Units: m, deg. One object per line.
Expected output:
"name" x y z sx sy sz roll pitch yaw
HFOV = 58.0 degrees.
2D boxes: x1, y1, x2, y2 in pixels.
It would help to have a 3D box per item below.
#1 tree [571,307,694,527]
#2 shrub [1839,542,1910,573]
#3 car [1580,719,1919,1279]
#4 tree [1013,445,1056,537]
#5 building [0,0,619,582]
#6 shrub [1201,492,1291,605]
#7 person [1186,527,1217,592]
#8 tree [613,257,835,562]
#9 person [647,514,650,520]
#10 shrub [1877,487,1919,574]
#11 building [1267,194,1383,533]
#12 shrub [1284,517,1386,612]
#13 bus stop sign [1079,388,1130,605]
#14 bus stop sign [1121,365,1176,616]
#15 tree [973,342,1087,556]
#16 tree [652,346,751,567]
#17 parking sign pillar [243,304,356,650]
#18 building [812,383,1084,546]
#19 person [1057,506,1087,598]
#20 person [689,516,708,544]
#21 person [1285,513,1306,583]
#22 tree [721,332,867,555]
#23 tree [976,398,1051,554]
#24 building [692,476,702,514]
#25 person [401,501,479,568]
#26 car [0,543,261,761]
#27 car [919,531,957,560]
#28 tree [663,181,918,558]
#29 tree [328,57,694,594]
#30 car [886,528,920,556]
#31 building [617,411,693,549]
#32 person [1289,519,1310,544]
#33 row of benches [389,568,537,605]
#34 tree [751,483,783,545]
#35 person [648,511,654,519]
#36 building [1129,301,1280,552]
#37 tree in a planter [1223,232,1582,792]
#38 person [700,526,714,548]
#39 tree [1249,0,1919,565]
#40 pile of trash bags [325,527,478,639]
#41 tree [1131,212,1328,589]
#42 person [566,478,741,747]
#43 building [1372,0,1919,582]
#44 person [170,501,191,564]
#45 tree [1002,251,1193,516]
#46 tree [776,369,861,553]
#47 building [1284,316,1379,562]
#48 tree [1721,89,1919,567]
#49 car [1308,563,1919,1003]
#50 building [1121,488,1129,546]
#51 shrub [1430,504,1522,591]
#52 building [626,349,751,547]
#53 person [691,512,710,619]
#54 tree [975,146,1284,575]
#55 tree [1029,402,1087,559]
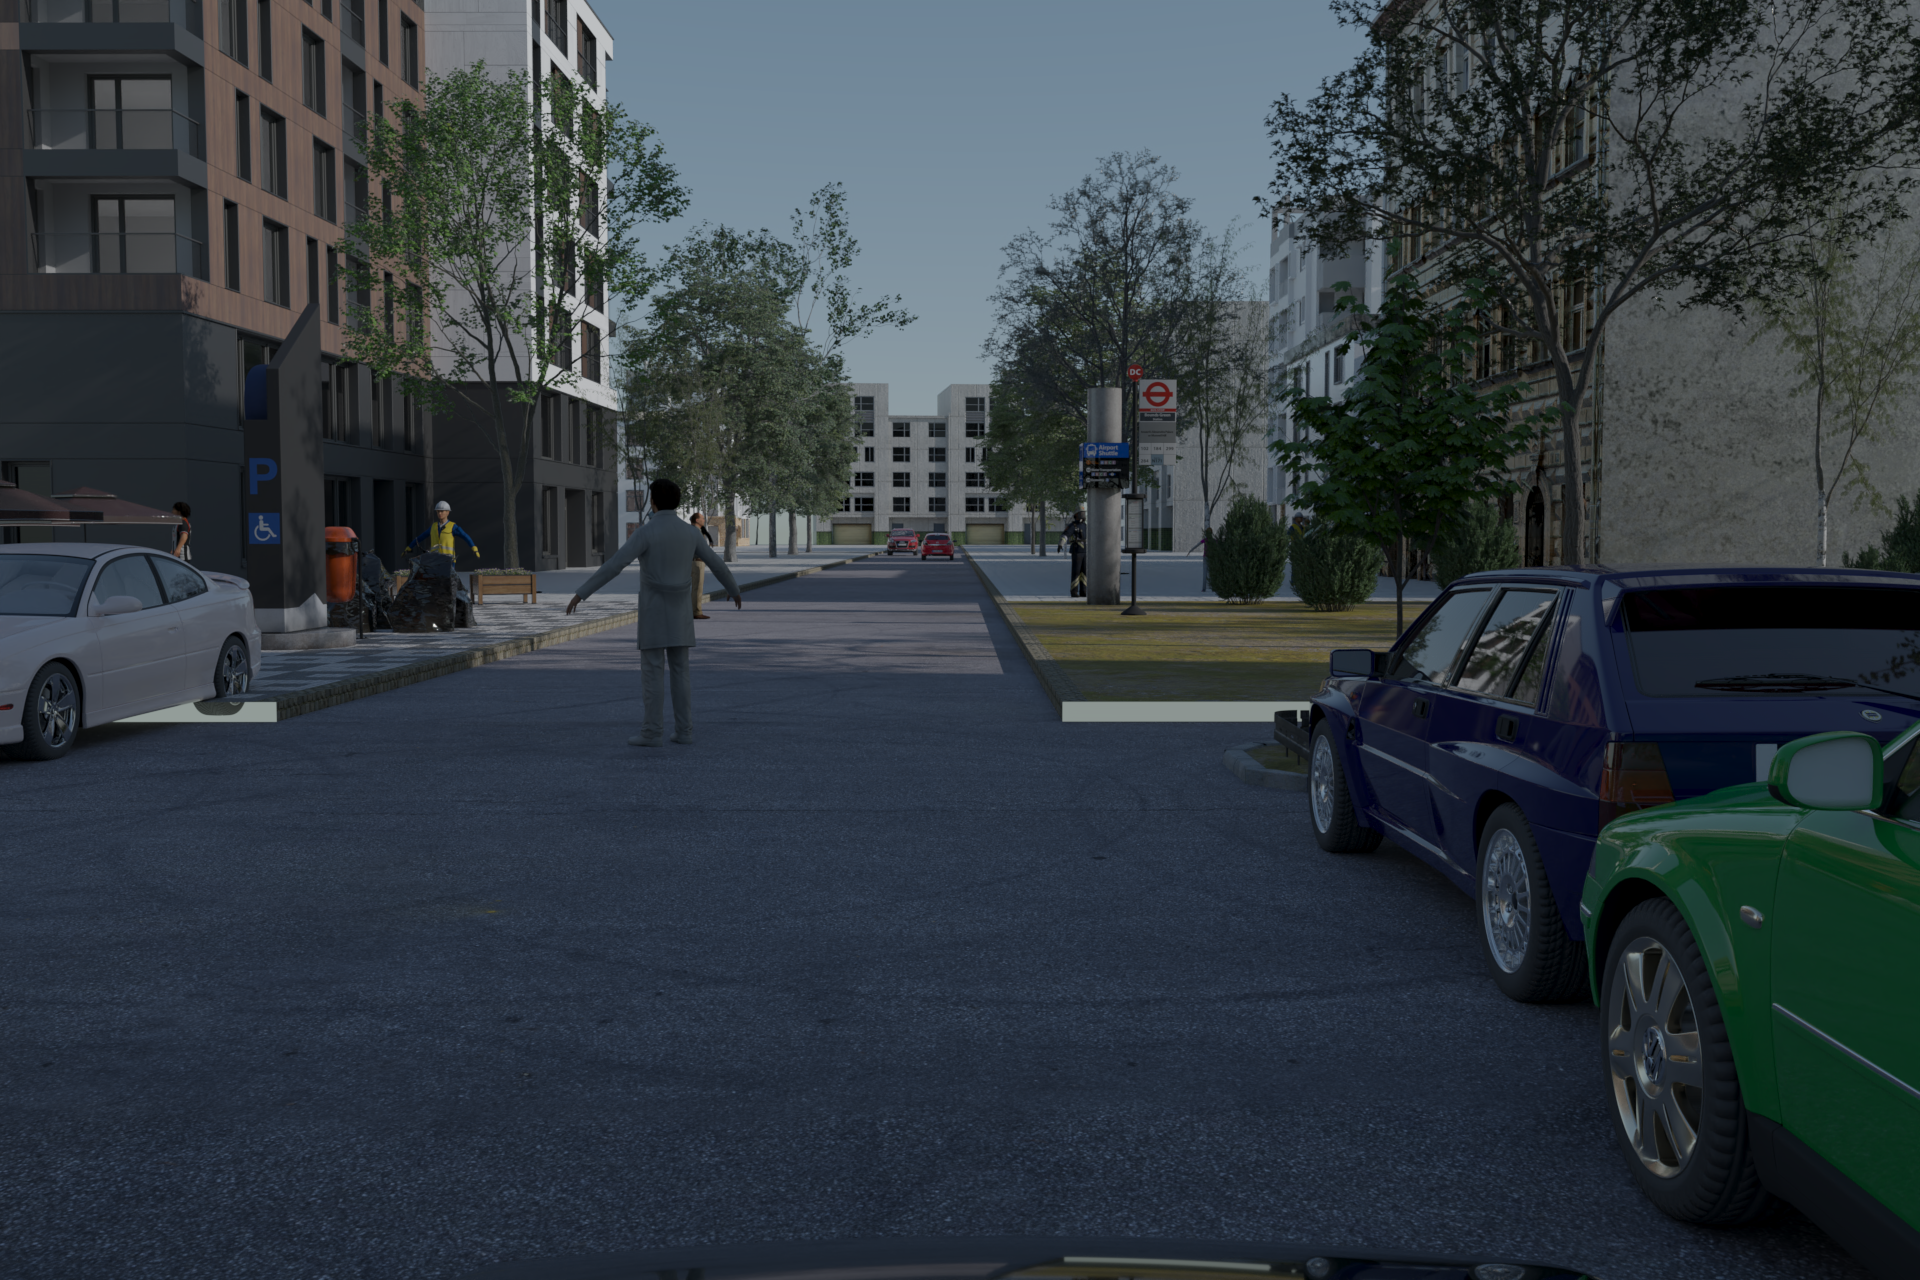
"tree" -10.325 -6.485 56.396 4.360 8.622 3.978 0 3 0
"shrub" 9.651 -0.441 18.327 1.383 1.207 1.383 0 3 0
"car" 2.323 0.401 2.245 1.959 1.807 4.718 0 3 0
"tree" 4.861 -10.178 116.774 4.737 8.622 4.395 0 3 0
"building" -28.267 -12.950 55.702 27.936 21.610 32.646 0 4 0
"shrub" 5.234 -1.683 31.551 1.661 2.075 1.752 0 3 0
"person" 5.520 -1.783 38.421 0.991 1.433 0.599 0 4 6
"tree" -10.631 -10.539 78.967 9.857 13.997 8.962 0 3 0
"person" -7.387 -2.193 41.787 1.347 1.837 0.705 3 5 40
"shrub" 13.811 -1.236 24.621 1.690 2.028 1.600 0 3 0
"building" 22.694 -14.765 97.835 16.016 20.090 11.380 0 4 0
"shrub" 6.226 -1.510 28.732 1.661 2.075 1.752 0 3 0
"bus stop sign" 2.615 -2.596 31.464 0.837 3.901 0.837 0 4 0
"bus stop sign" 2.975 -2.364 27.352 0.855 3.939 0.416 0 4 0
"tree" 4.379 -11.046 98.728 7.486 12.596 7.792 0 3 0
"tree" -9.823 -7.179 67.734 4.360 8.622 3.978 0 3 0
"parking sign pillar" -7.676 -1.910 19.703 1.447 3.967 1.447 0 4 0
"building" -1.947 -20.899 210.613 31.486 18.905 16.747 0 4 -6
"person" 2.436 -1.789 35.033 1.354 1.856 0.705 -3 4 -38
"person" -7.984 -2.821 51.980 0.705 1.847 1.347 1 4 23
"person" 8.478 -2.282 43.284 1.349 1.833 0.705 -3 4 -37
"tree" -10.390 -12.246 106.870 9.857 13.997 8.962 0 3 0
"tree" 4.387 -10.683 109.078 8.767 10.594 7.601 3 5 41
"building" -28.291 -13.353 160.476 9.099 9.664 28.070 0 4 0
"person" -7.757 -1.188 25.892 1.216 1.772 0.721 0 4 7
"car" -6.668 -0.005 12.441 2.083 1.381 4.827 0 4 -1
"car" -1.227 -5.303 95.745 2.155 1.783 4.494 0 3 0
"tree" -9.043 -14.494 92.865 12.611 20.169 13.585 0 3 0
"tree" -9.604 -6.817 37.206 9.928 11.665 9.643 0 3 0
"car" -3.842 -6.596 116.523 2.281 1.827 5.304 0 4 -1
"building" -24.860 -11.633 132.346 9.099 9.664 28.070 0 4 -1
"person" 10.278 -2.736 51.530 1.217 1.733 0.721 -1 4 -17
"row of benches" -9.528 -0.951 31.015 4.104 0.672 1.422 -2 4 -30
"tree" -23.827 -16.573 205.386 7.601 10.594 8.767 0 4 -4
"person" -6.793 -1.996 38.757 0.704 1.817 1.347 -1 4 -13
"building" 23.685 -16.734 140.051 16.747 18.905 31.486 0 4 0
"tree in a planter" 2.631 -0.801 10.316 1.991 3.239 1.994 0 3 0
"person" -7.150 -2.498 47.021 1.347 1.806 0.705 2 4 35
"tree" 7.007 -5.184 19.174 8.767 10.594 7.601 2 4 27
"pile of trash bags" -7.563 -0.783 22.555 1.912 1.369 3.447 0 4 0
"tree" 5.615 -5.506 40.387 4.360 8.622 3.978 0 3 0
"person" -2.022 -0.192 11.779 1.347 1.806 0.705 -3 5 -40
"building" 21.855 -12.947 42.607 19.493 23.208 18.063 0 4 0
"person" -13.053 -1.396 28.971 0.704 1.843 1.345 -2 4 -26
"tree" 5.401 -9.216 68.803 7.486 12.596 7.792 0 3 0
"tree" -10.522 -12.289 119.045 7.486 12.596 7.792 0 3 0
"building" 19.452 -7.592 66.272 9.099 9.664 28.070 0 4 0
"tree" 14.467 -4.832 29.369 4.360 8.622 3.978 0 3 0
"car" 2.505 0.362 6.654 1.945 1.354 3.894 0 4 -1
"building" 21.391 -14.418 177.874 9.099 9.664 28.070 0 4 0
"shrub" 9.484 -1.683 31.940 1.690 2.028 1.600 0 3 0
"building" -28.018 -19.689 178.336 16.016 20.090 11.380 0 4 -1
"person" -4.405 -1.254 29.234 0.705 1.796 1.348 -1 4 -17
"tree" 4.933 -8.840 54.900 12.009 13.543 11.850 0 3 0
"tree" 5.393 -8.459 88.660 4.360 8.622 3.978 0 3 0
